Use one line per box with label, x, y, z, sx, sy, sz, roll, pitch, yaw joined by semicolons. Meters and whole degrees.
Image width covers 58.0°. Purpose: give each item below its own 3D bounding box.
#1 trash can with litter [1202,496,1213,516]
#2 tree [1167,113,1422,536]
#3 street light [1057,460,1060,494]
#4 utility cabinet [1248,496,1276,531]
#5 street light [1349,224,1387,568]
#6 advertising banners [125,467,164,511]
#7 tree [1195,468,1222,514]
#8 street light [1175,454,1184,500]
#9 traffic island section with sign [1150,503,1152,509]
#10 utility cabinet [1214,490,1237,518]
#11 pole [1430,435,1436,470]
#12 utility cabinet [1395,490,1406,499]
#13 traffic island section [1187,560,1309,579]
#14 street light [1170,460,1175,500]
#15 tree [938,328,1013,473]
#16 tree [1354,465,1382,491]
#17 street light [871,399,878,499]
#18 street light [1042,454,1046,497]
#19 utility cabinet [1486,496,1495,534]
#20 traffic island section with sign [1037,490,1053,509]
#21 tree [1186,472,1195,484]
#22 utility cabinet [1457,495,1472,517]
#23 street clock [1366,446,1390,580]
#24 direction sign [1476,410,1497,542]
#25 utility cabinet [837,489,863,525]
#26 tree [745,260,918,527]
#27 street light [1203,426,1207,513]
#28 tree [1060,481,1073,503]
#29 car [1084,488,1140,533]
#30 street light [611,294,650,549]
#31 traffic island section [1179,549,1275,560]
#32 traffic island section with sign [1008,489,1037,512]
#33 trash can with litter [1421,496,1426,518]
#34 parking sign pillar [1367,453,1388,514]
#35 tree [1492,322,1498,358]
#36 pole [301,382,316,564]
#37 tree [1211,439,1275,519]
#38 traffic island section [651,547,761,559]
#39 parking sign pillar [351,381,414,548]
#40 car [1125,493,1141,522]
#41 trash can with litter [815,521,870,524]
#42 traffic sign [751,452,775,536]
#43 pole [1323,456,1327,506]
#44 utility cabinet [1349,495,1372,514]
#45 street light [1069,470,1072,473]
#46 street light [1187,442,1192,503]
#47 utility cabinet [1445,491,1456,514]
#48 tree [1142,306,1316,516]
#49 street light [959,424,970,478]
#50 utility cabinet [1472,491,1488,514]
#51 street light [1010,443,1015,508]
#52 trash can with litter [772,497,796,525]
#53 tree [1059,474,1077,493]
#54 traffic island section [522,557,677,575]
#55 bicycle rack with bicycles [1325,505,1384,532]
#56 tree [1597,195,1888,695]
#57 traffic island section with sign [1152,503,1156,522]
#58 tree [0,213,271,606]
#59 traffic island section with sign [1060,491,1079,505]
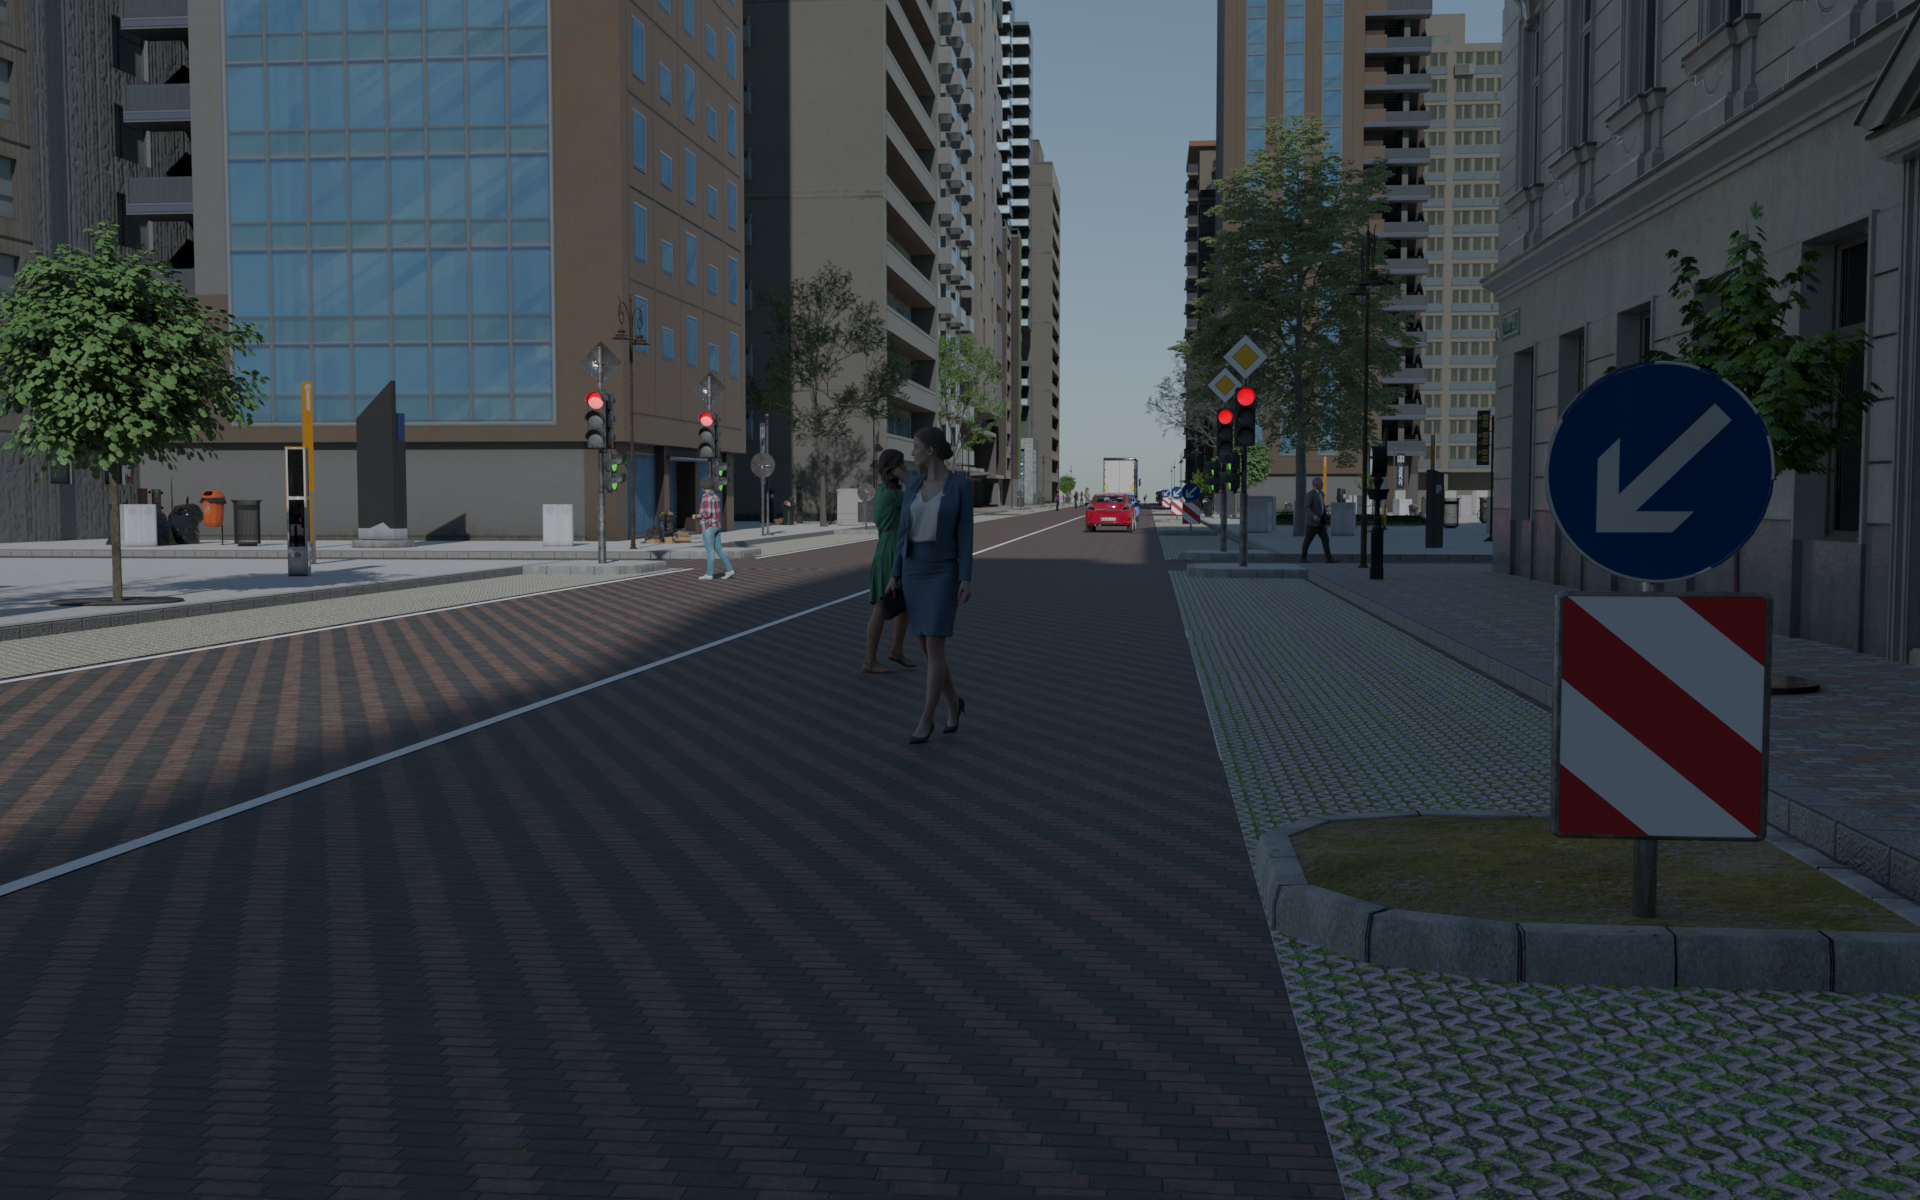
trash can with litter;14.159;-5.360;99.030;0.624;1.170;1.055;0;4;8
tree;10.148;-8.231;52.706;7.486;12.596;7.792;0;3;0
street light;13.417;-16.119;236.326;0.468;5.910;1.993;0;4;6
utility cabinet;10.597;-3.040;60.864;1.020;1.237;0.306;3;5;40
street light;7.027;-3.498;29.986;0.468;5.910;1.993;0;4;6
advertising banners;-21.899;-3.072;46.410;0.090;3.025;2.074;0;4;2
tree;16.416;-7.169;111.811;1.663;3.219;1.824;0;3;0
street light;25.136;-13.752;197.625;0.468;5.910;1.993;0;4;6
traffic island section with sign;16.337;-7.924;138.185;1.989;1.847;2.006;0;4;6
utility cabinet;14.191;-5.129;92.532;1.173;1.500;0.318;2;4;24
pole;16.223;-4.012;59.439;0.158;3.312;0.155;0;3;0
utility cabinet;25.071;-5.507;98.716;0.318;1.500;1.173;2;4;29
traffic island section;5.049;-0.517;30.732;2.009;0.180;2.903;0;4;6
street light;28.997;-15.997;234.331;0.468;5.910;1.993;0;4;6
tree;-0.580;-11.040;106.267;9.928;11.665;9.643;0;3;0
tree;21.798;-5.899;91.044;1.663;3.219;1.824;0;3;0
street light;-3.819;-6.366;76.877;0.468;5.910;1.993;0;4;6
street light;9.633;-13.878;199.690;0.468;5.910;1.993;0;4;6
utility cabinet;17.633;-2.768;56.416;1.020;1.237;0.306;-2;4;-25
traffic island section with sign;7.849;-9.613;165.804;1.989;1.847;2.006;0;4;6
tree;17.439;-8.144;127.755;1.663;3.219;1.824;0;3;0
utility cabinet;27.869;-5.172;95.726;1.020;1.237;0.306;-3;5;-39
street clock;6.271;-1.311;26.010;0.358;2.002;0.471;0;4;8
direction sign;14.359;-3.348;46.739;0.876;3.537;0.379;3;4;38
utility cabinet;-4.481;-3.774;70.377;0.318;1.500;1.173;3;5;40
tree;-5.192;-8.182;68.185;8.767;10.594;7.601;2;4;32
street light;16.303;-8.726;115.457;0.468;5.910;1.993;0;4;6
tree;15.603;-16.069;257.333;1.663;3.219;1.824;0;3;0
car;5.778;-3.489;66.083;2.155;1.783;4.494;0;4;8
street light;-7.625;-4.126;40.244;0.468;5.910;1.993;0;4;6
traffic island section;5.907;-1.002;38.671;2.009;0.180;2.903;0;4;6
traffic island section with sign;4.907;-7.952;138.642;1.989;1.847;2.006;0;4;6
trash can with litter;20.976;-4.175;79.326;2.233;1.210;1.678;-2;4;-32
parking sign pillar;24.647;-6.982;102.635;1.447;3.967;1.447;1;4;22
tree;20.569;-6.746;60.655;4.737;8.622;4.395;0;3;0
pole;-11.870;-2.307;31.557;0.158;3.312;0.155;0;3;0
tree;14.641;-6.483;89.710;4.285;4.588;4.351;0;3;0
traffic island section;-5.766;-1.080;39.933;2.009;0.180;2.903;0;4;6
parking sign pillar;-13.927;-3.255;41.687;1.447;3.967;1.447;2;4;33
car;8.601;-5.021;91.683;1.945;1.707;3.694;0;4;4
trash can with litter;-5.099;-3.871;74.348;2.233;1.210;1.678;1;4;16
traffic sign;-6.043;-3.237;53.029;0.768;2.556;0.104;1;4;10
pole;19.777;-6.118;93.874;0.158;3.312;0.155;0;3;0
utility cabinet;18.229;-4.138;78.813;1.020;1.237;0.306;1;4;13
street light;17.494;-18.369;273.119;0.468;5.910;1.993;0;4;6
street light;20.150;-10.966;152.086;0.468;5.910;1.993;0;4;6
utility cabinet;31.058;-6.178;109.693;0.318;1.500;1.173;3;4;36
tree;16.096;-11.742;102.357;12.009;13.543;11.850;0;3;0
street light;0.175;-8.606;113.490;0.468;5.910;1.993;0;4;6
utility cabinet;32.320;-6.058;107.726;1.173;1.500;0.318;-3;4;-38
street light;4.623;-11.086;154.038;0.468;5.910;1.993;0;4;6
trash can with litter;-7.282;-3.665;71.312;1.055;1.170;0.624;2;4;30
tree;16.463;-17.400;268.202;4.285;4.588;4.351;0;3;0
traffic island section;-6.624;-0.594;31.994;2.009;0.180;2.903;0;4;6
bicycle rack with bicycles;12.872;-2.769;58.660;2.925;0.926;2.852;-3;5;-39
tree;5.146;-1.022;11.319;1.663;3.219;1.824;0;3;0
traffic island section with sign;10.873;-4.832;87.628;1.989;1.847;2.006;0;4;6
tree;-10.052;-2.242;20.365;4.285;4.588;4.351;0;3;0
traffic island section with sign;13.745;-12.957;220.470;1.989;1.847;2.006;0;4;6
